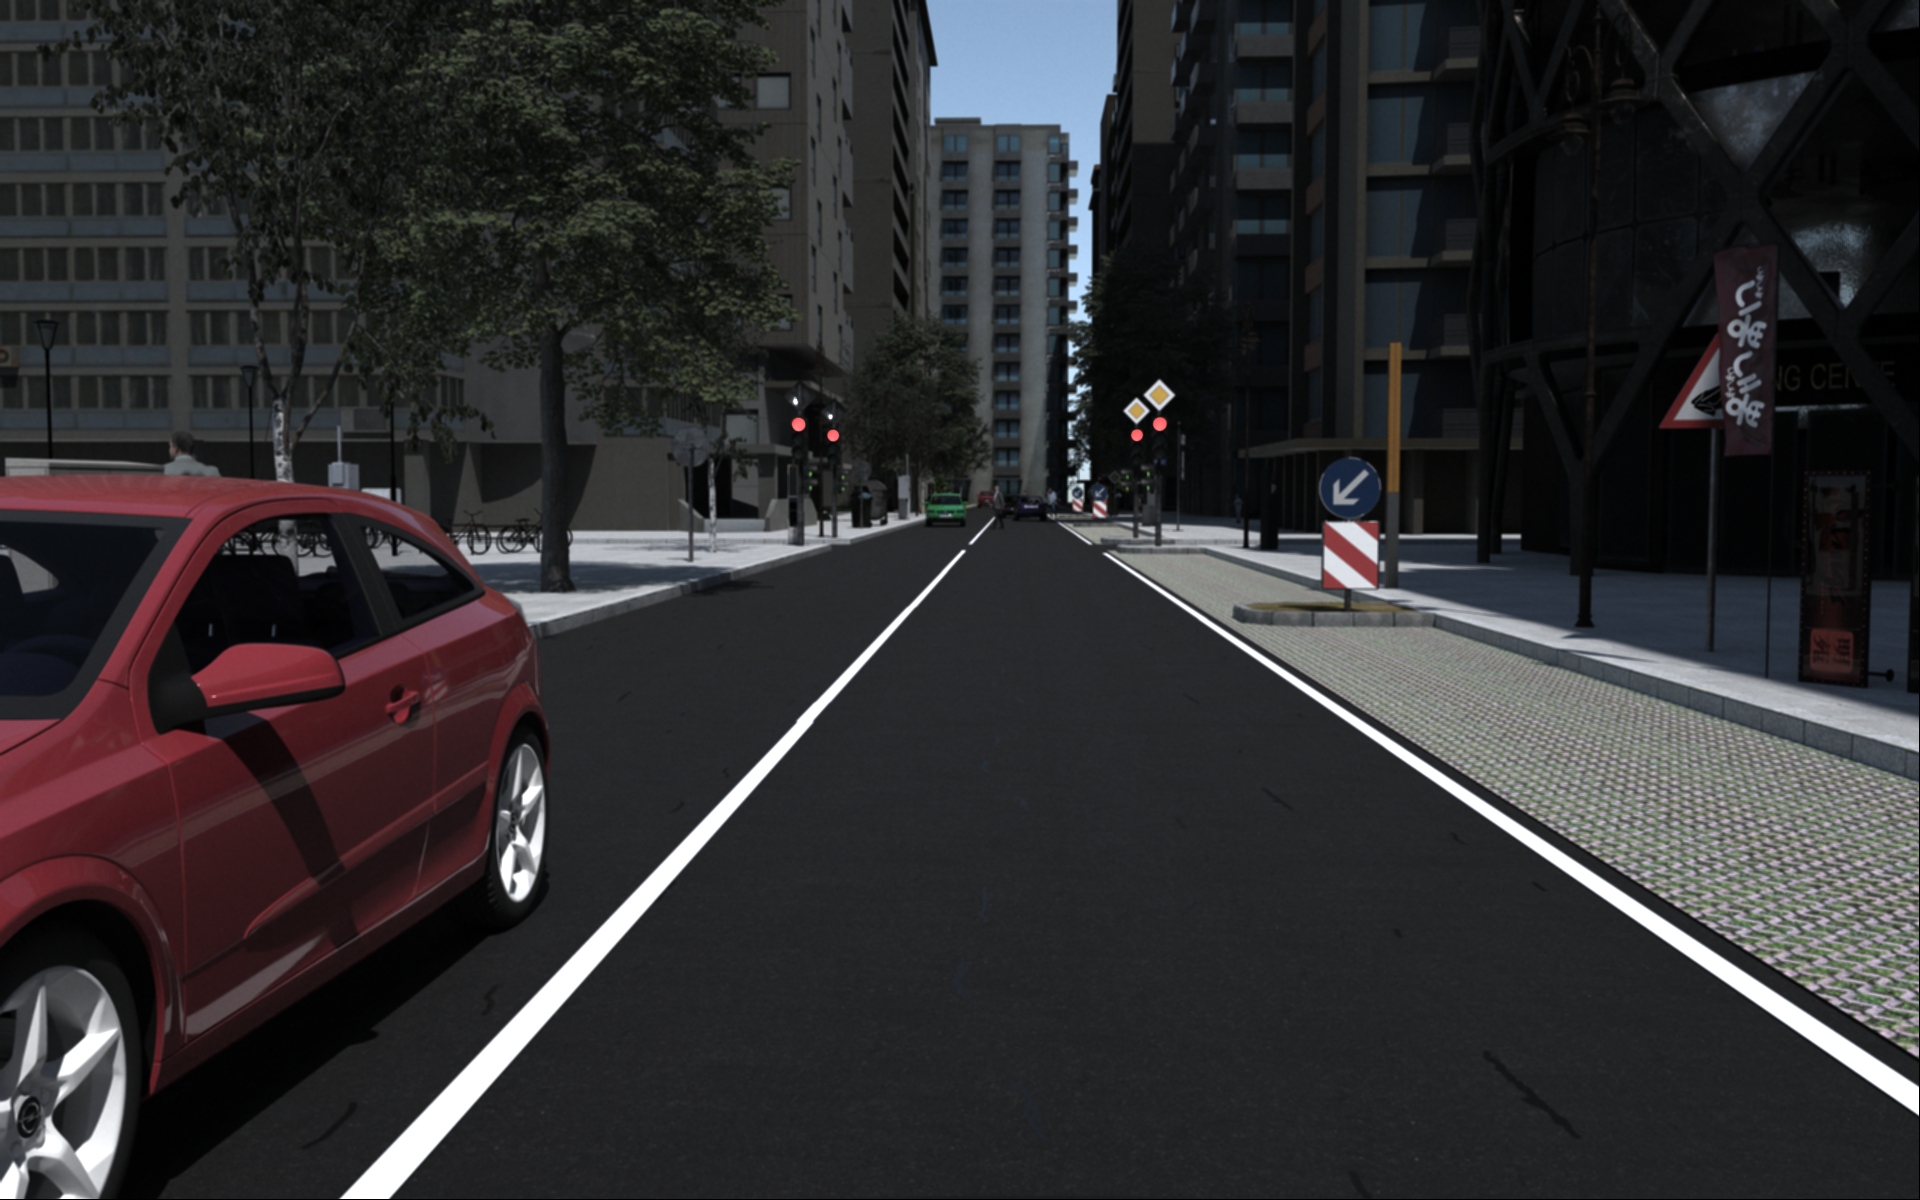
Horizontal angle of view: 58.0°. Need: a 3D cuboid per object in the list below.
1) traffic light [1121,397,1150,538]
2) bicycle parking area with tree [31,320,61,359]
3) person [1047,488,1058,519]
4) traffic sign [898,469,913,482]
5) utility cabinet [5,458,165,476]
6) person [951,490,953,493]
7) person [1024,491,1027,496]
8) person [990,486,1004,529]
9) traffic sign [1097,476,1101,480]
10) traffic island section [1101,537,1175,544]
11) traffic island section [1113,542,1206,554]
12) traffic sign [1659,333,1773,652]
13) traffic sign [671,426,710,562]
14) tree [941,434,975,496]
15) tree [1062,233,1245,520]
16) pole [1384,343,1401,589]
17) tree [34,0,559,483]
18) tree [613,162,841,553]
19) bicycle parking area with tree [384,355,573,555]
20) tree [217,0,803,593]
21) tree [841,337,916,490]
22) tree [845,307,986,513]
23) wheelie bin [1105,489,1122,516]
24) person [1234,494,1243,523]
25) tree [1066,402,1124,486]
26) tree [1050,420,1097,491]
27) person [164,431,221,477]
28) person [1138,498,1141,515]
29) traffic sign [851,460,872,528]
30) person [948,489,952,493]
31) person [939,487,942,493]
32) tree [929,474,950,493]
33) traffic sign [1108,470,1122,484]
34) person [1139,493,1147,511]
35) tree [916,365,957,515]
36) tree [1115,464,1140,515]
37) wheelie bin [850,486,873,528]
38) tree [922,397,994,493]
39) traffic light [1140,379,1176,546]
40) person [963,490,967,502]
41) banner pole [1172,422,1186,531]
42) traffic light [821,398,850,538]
[{"bbox_3d":[5.103,-3.757,50.355,0.839,4.253,0.868,0,4,2],"label":"traffic light"},{"bbox_3d":[-15.405,-2.392,26.114,9.016,4.147,8.231,2,4,24],"label":"bicycle parking area with tree"},{"bbox_3d":[5.263,-5.489,98.511,0.793,1.790,0.793,1,4,12],"label":"person"},{"bbox_3d":[-2.774,-5.406,88.489,0.768,2.556,0.104,1,4,8],"label":"traffic sign"},{"bbox_3d":[-5.568,-0.150,11.135,0.318,1.500,1.173,1,4,8],"label":"utility cabinet"},{"bbox_3d":[-0.909,-11.780,198.778,0.705,1.807,1.348,-3,5,-44],"label":"person"},{"bbox_3d":[5.673,-8.466,147.723,0.445,1.727,0.742,-1,4,-19],"label":"person"},{"bbox_3d":[1.495,-3.818,71.319,0.834,1.777,0.661,-3,4,-37],"label":"person"},{"bbox_3d":[9.951,-7.559,123.595,0.884,2.594,0.081,1,4,10],"label":"traffic sign"},{"bbox_3d":[5.143,-1.724,50.467,2.009,0.180,2.903,0,4,2],"label":"traffic island section"},{"bbox_3d":[4.883,-1.236,42.486,2.009,0.180,2.903,0,4,2],"label":"traffic island section"},{"bbox_3d":[6.108,-0.858,14.038,0.884,2.594,0.081,1,4,8],"label":"traffic sign"},{"bbox_3d":[-5.083,-1.992,32.671,0.768,2.556,0.104,1,4,10],"label":"traffic sign"},{"bbox_3d":[0.007,-14.787,192.122,4.737,8.622,4.395,0,3,0],"label":"tree"},{"bbox_3d":[9.494,-10.864,84.286,9.857,13.997,8.962,0,3,0],"label":"tree"},{"bbox_3d":[5.862,-1.811,23.450,0.158,3.312,0.155,0,3,0],"label":"pole"},{"bbox_3d":[-5.341,-3.872,13.670,4.360,8.622,3.978,0,3,0],"label":"tree"},{"bbox_3d":[-5.532,-5.334,37.567,4.360,8.622,3.978,0,3,0],"label":"tree"},{"bbox_3d":[-13.687,-3.085,37.434,9.016,4.147,8.231,-3,5,-40],"label":"bicycle parking area with tree"},{"bbox_3d":[-5.702,-6.370,22.273,7.486,12.596,7.792,0,3,0],"label":"tree"},{"bbox_3d":[-4.601,-7.942,80.212,4.360,8.622,3.978,0,3,0],"label":"tree"},{"bbox_3d":[-3.000,-12.992,119.071,9.857,13.997,8.962,0,3,0],"label":"tree"},{"bbox_3d":[9.062,-5.757,102.041,0.980,1.594,0.693,0,4,-1],"label":"wheelie bin"},{"bbox_3d":[12.245,-4.033,76.257,0.425,1.301,0.394,1,4,22],"label":"person"},{"bbox_3d":[10.046,-10.893,128.462,4.737,8.622,4.395,0,3,0],"label":"tree"},{"bbox_3d":[11.163,-13.295,167.732,4.360,8.622,3.978,0,3,0],"label":"tree"},{"bbox_3d":[-6.457,-0.514,14.543,0.391,1.810,0.635,3,4,38],"label":"person"},{"bbox_3d":[10.732,-5.735,104.482,0.362,1.253,0.373,3,5,42],"label":"person"},{"bbox_3d":[-3.669,-3.938,64.495,0.768,2.556,0.104,0,4,3],"label":"traffic sign"},{"bbox_3d":[-1.096,-10.951,185.101,1.348,1.823,0.705,-2,4,-34],"label":"person"},{"bbox_3d":[-1.604,-8.045,137.537,0.705,1.831,1.348,-1,4,-9],"label":"person"},{"bbox_3d":[-1.887,-9.145,144.122,1.663,3.219,1.824,0,3,0],"label":"tree"},{"bbox_3d":[8.522,-5.837,95.168,0.795,2.593,0.064,1,4,10],"label":"traffic sign"},{"bbox_3d":[13.580,-7.381,129.908,0.799,1.438,0.628,-1,4,-19],"label":"person"},{"bbox_3d":[-3.143,-8.918,96.164,4.360,8.622,3.978,0,3,0],"label":"tree"},{"bbox_3d":[10.313,-6.850,106.596,1.663,3.219,1.824,0,3,0],"label":"tree"},{"bbox_3d":[-3.750,-3.547,65.902,0.980,1.594,0.693,3,4,37],"label":"wheelie bin"},{"bbox_3d":[-0.309,-13.731,158.912,7.601,10.594,8.767,1,4,8],"label":"tree"},{"bbox_3d":[4.843,-3.269,42.374,0.839,4.253,0.868,0,4,2],"label":"traffic light"},{"bbox_3d":[0.518,-11.862,200.704,0.721,1.735,1.217,1,4,17],"label":"person"},{"bbox_3d":[7.700,-4.300,60.325,0.401,3.779,0.863,2,4,30],"label":"banner pole"},{"bbox_3d":[-3.654,-3.774,50.623,0.839,4.253,0.868,0,4,2],"label":"traffic light"}]
